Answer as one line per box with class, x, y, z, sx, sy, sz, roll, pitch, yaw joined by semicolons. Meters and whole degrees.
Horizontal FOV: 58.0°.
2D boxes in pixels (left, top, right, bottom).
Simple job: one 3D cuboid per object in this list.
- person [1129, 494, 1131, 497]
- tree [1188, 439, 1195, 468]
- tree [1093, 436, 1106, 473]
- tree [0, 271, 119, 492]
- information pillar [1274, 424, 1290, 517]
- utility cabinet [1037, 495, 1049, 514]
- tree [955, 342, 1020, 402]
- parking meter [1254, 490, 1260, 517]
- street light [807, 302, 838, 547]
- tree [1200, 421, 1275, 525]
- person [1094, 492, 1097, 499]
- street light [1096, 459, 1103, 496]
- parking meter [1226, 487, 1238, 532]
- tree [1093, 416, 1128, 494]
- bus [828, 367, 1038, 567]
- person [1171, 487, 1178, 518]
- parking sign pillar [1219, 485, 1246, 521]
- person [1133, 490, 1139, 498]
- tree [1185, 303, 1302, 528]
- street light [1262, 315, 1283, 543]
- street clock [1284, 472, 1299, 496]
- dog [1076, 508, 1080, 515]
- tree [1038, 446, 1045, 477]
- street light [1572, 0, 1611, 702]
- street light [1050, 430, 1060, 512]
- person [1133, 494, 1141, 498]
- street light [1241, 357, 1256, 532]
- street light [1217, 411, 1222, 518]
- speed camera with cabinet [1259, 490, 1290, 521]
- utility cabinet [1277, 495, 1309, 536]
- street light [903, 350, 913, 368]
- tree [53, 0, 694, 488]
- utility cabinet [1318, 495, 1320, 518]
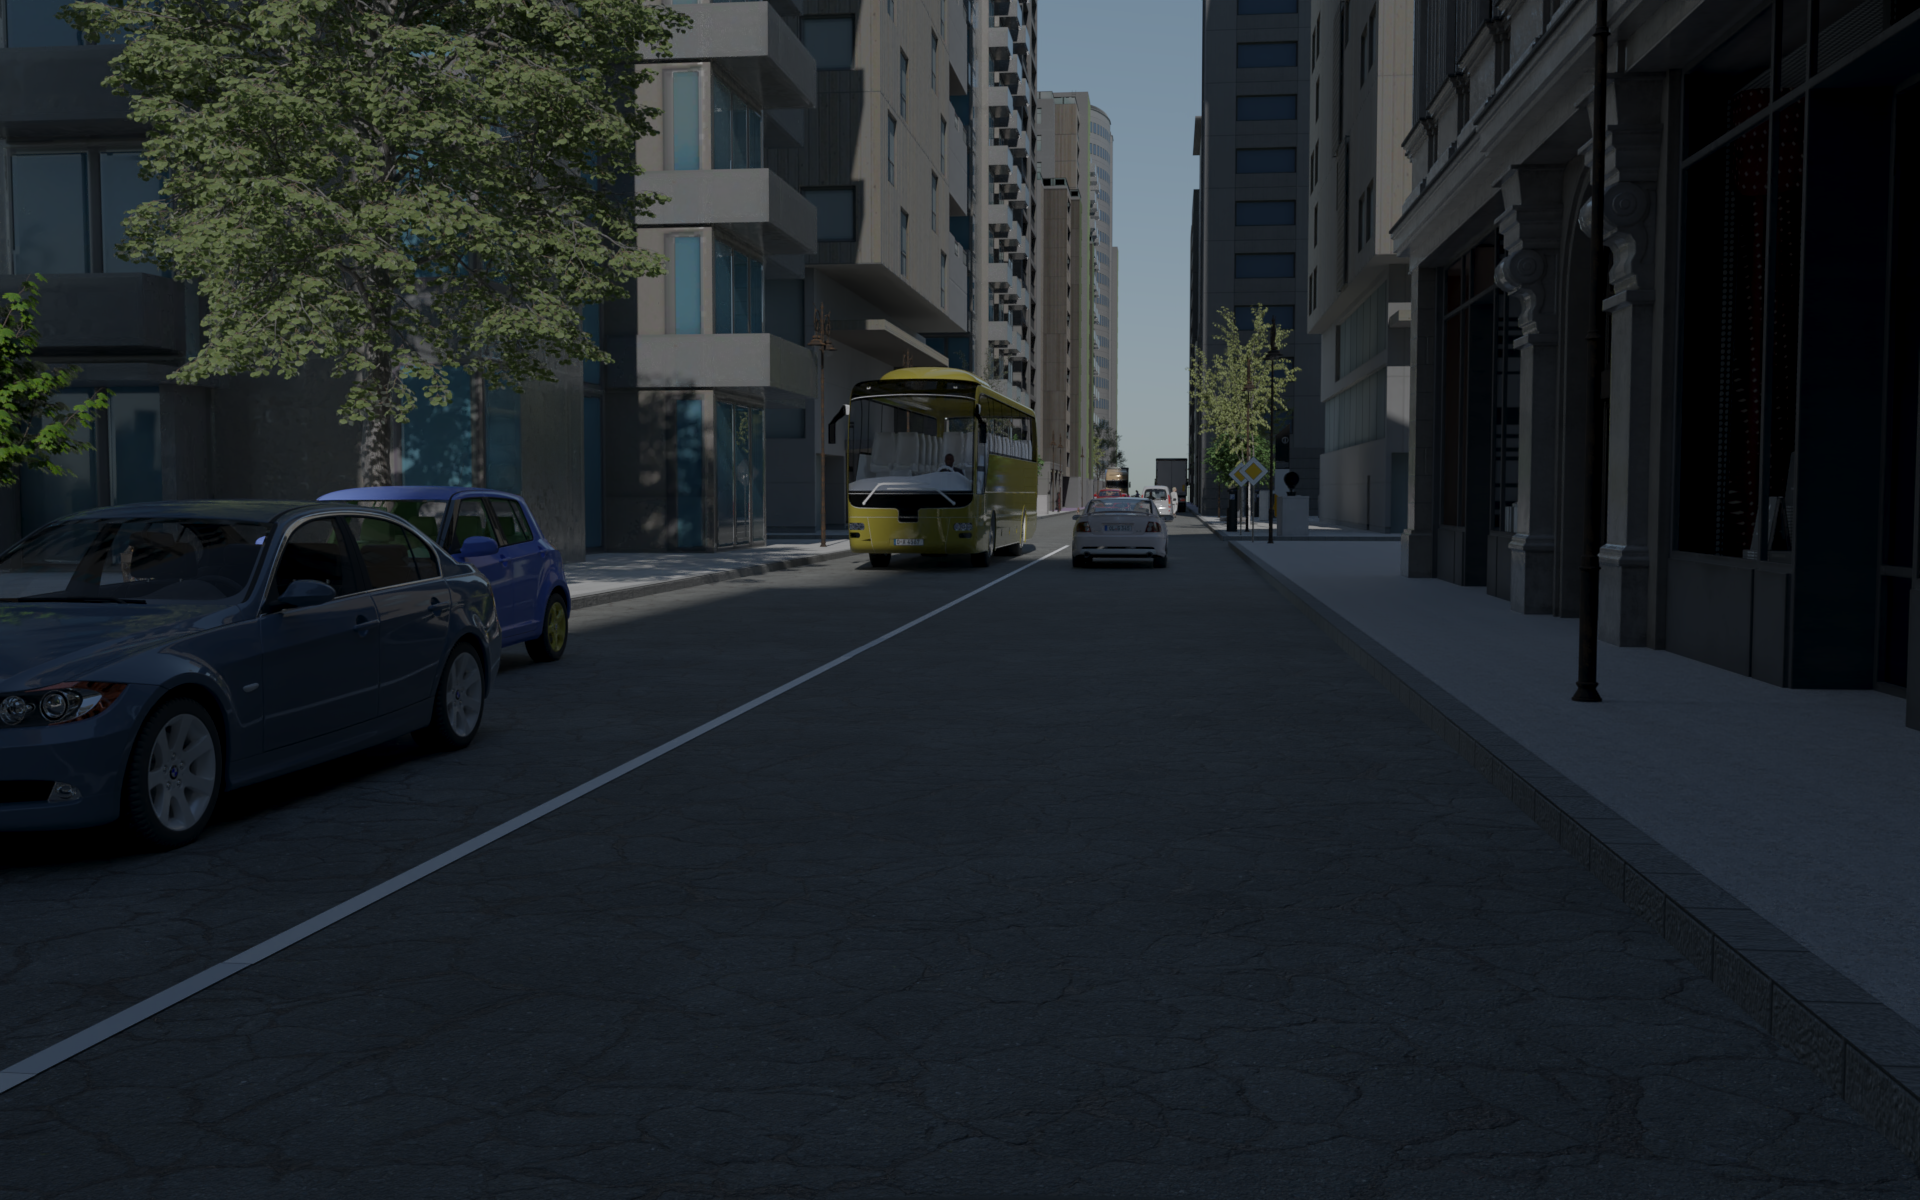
person;25.975;-15.526;265.573;0.991;1.433;0.599;-2;4;-28
tree;29.632;-16.012;212.154;4.360;8.622;3.978;0;3;0
tree;14.308;-15.015;195.863;4.737;8.622;4.395;0;3;0
tree;-7.184;-1.120;12.917;1.663;3.219;1.824;0;3;0
information pillar;10.709;-4.046;57.506;0.504;3.616;0.183;1;4;9
utility cabinet;5.113;-6.043;109.965;1.020;1.237;0.306;2;4;25
tree;0.909;-8.231;84.935;4.360;8.622;3.978;0;3;0
parking meter;16.416;-5.345;95.795;0.372;1.533;0.369;0;3;0
street light;-3.317;-4.225;41.861;0.468;5.910;1.993;0;4;7
tree;11.874;-5.493;73.522;4.285;4.588;4.351;0;3;0
person;16.442;-12.239;209.282;0.551;1.740;0.621;-1;4;-21
street light;15.914;-13.897;199.997;0.468;5.910;1.993;0;4;7
parking meter;9.266;-3.093;58.979;0.372;1.533;0.369;0;3;0
tree;16.768;-16.675;207.053;7.601;10.594;8.767;-2;4;-29
bus;-0.137;-2.795;37.242;2.896;3.916;12.252;0;4;8
person;12.881;-5.865;104.277;0.514;1.842;0.818;2;4;32
parking sign pillar;12.978;-5.699;81.644;1.447;3.967;1.447;1;4;18
person;17.625;-10.109;173.644;0.599;1.838;0.709;0;4;-5
tree;10.792;-7.076;66.062;4.737;8.622;4.395;0;3;0
street light;8.077;-4.408;44.856;0.468;5.910;1.993;0;4;7
street clock;10.744;-3.156;56.165;0.471;2.002;0.358;0;4;0
dog;8.053;-6.049;118.185;0.406;0.507;0.540;-2;4;-28
tree;2.989;-6.746;94.012;4.285;4.588;4.351;0;3;0
street light;3.891;-2.311;10.571;0.468;5.910;1.993;0;4;7
street light;6.718;-9.293;124.735;0.468;5.910;1.993;0;4;7
person;22.196;-12.701;216.175;1.348;1.822;0.705;1;4;21
street light;9.741;-5.249;58.605;0.468;5.910;1.993;0;4;7
street light;13.983;-7.371;93.310;0.468;5.910;1.993;0;4;7
speed camera with cabinet;15.182;-5.424;83.024;2.038;3.252;0.660;-3;5;-44
utility cabinet;10.215;-2.570;53.186;1.020;1.237;0.306;-2;4;-26
street light;-1.659;-5.054;55.422;0.468;5.910;1.993;0;4;7
tree;-6.795;-6.265;20.561;7.486;12.596;7.792;0;3;0
utility cabinet;19.731;-4.997;92.869;1.020;1.237;0.306;0;4;3
